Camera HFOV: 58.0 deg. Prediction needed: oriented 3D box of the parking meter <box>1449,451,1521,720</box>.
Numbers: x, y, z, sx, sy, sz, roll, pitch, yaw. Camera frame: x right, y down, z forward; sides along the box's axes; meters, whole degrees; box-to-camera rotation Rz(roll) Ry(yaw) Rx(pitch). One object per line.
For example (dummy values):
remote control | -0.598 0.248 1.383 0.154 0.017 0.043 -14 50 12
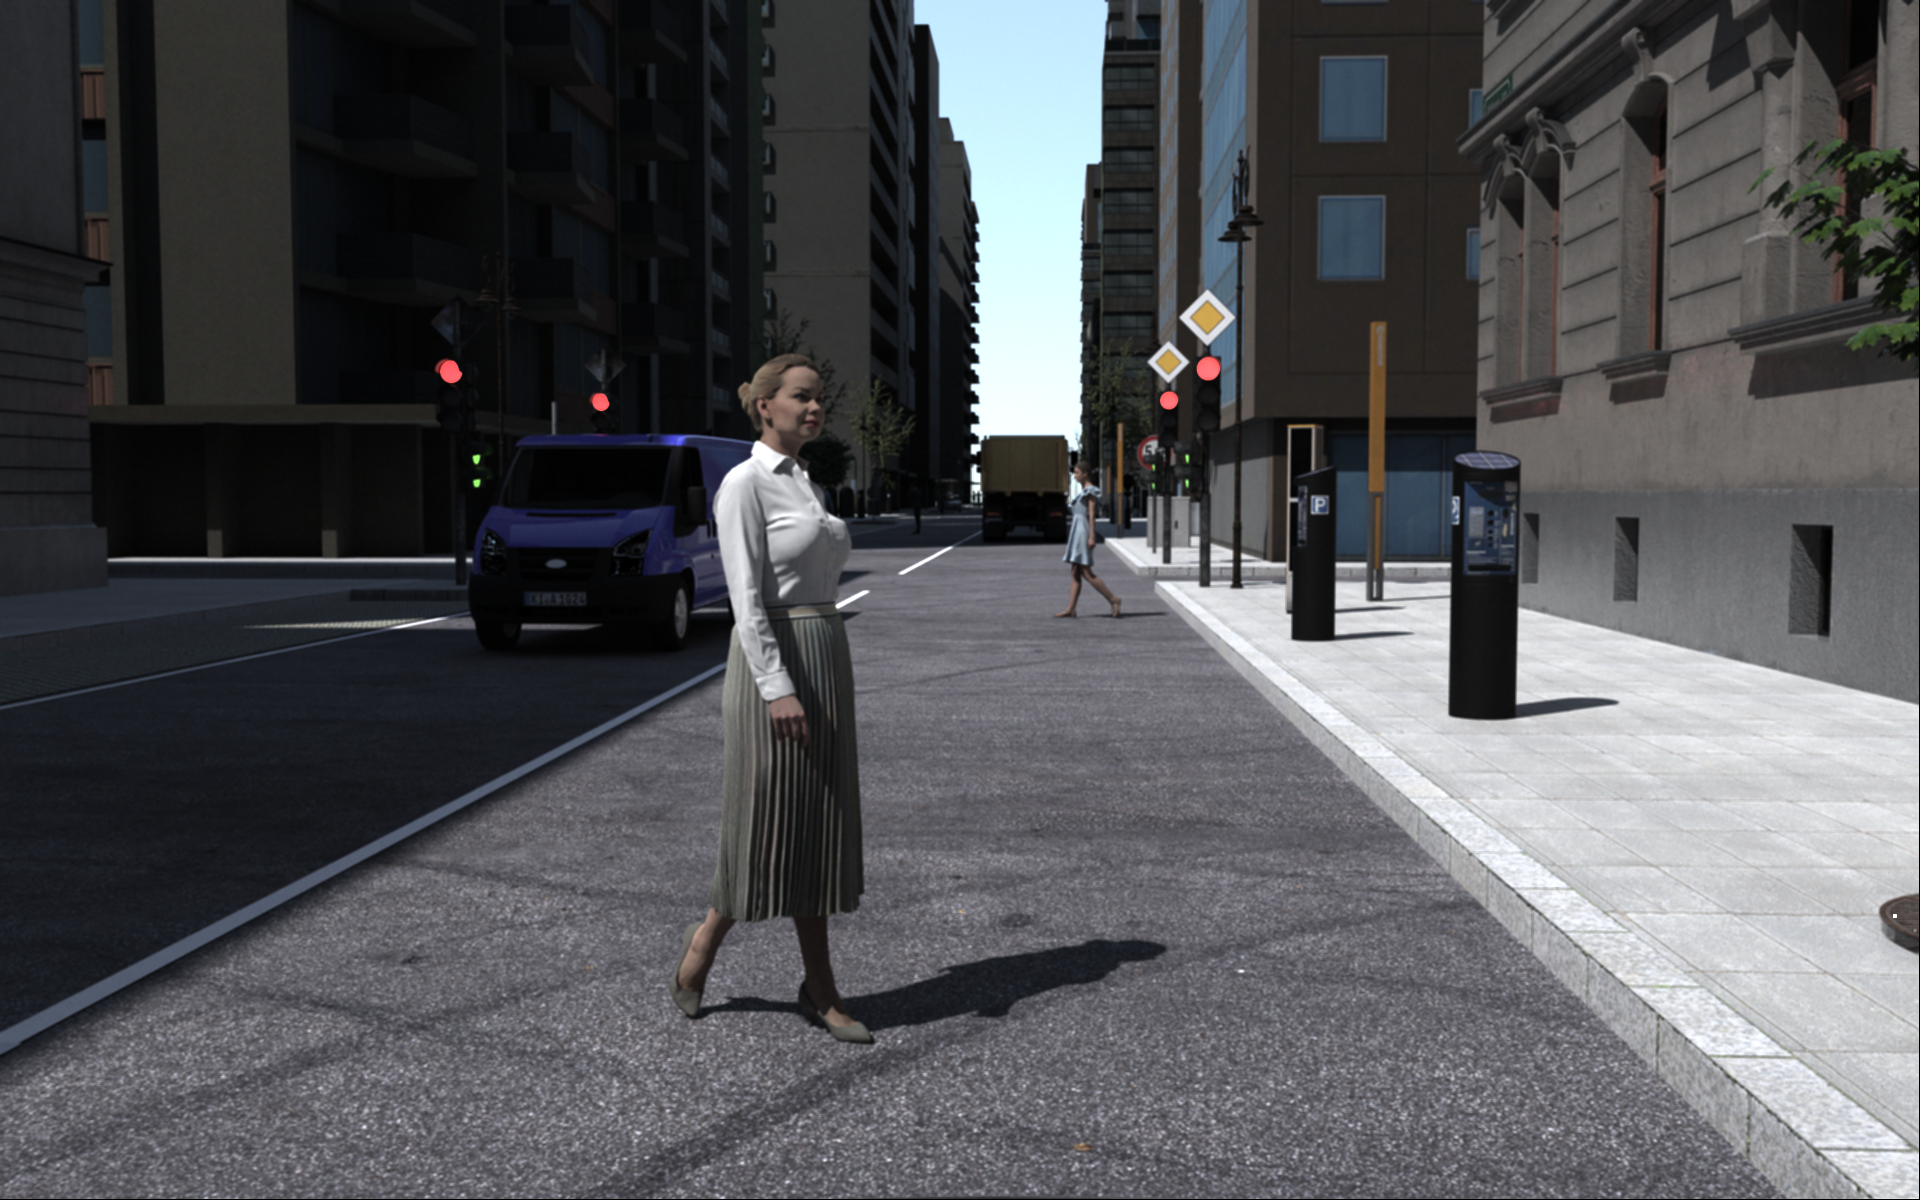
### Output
parking meter | 3.018 -0.095 9.965 0.372 1.533 0.369 0 3 0

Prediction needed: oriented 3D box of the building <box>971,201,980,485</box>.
building | -8.426 -36.551 252.225 22.147 44.769 28.867 0 4 3

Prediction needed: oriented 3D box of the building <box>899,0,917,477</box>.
building | -17.964 -33.885 143.266 28.713 52.752 27.495 0 4 3

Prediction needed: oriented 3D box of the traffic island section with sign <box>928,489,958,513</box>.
traffic island section with sign | -1.382 -7.441 130.295 1.989 1.847 2.006 0 4 3

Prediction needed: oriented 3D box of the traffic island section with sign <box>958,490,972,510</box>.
traffic island section with sign | 0.086 -9.124 157.798 1.989 1.847 2.006 0 4 3

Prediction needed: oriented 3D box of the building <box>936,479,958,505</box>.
building | -16.620 -31.346 204.392 32.217 40.220 23.993 0 4 3

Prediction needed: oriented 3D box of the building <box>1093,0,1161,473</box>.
building | 22.601 -31.554 135.512 23.786 49.044 30.456 0 4 3

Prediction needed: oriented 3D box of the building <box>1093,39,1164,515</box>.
building | 16.223 -20.918 113.713 14.160 30.474 14.107 0 4 3

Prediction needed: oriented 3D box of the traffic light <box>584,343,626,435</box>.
traffic light | -6.604 -2.655 32.332 0.839 4.253 0.868 0 4 3

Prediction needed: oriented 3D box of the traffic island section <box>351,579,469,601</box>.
traffic island section | -7.073 -0.135 24.496 2.009 0.180 2.903 0 4 3

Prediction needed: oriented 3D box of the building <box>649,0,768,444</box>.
building | -16.913 -24.160 78.617 14.154 41.232 14.086 0 4 3

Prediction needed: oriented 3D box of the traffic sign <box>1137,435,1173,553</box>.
traffic sign | 4.212 -2.283 37.436 0.768 2.556 0.104 1 4 11

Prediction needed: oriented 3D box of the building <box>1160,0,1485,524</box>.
building | 17.659 -26.841 88.966 14.600 45.320 14.200 0 4 3

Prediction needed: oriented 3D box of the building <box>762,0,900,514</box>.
building | -15.733 -30.277 118.734 21.300 48.544 21.600 0 4 3

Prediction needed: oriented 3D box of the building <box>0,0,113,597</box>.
building | -21.112 -9.455 19.217 19.286 19.102 10.561 0 4 3

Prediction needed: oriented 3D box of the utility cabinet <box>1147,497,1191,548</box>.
utility cabinet | 5.011 -1.859 41.563 1.020 1.237 0.306 1 4 13

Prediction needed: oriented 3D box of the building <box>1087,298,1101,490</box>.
building | 26.393 -19.681 166.818 27.650 21.520 28.899 0 4 3

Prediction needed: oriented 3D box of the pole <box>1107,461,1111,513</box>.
pole | 9.180 -6.885 106.413 0.158 3.312 0.155 0 3 0

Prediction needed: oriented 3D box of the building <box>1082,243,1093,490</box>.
building | 21.112 -26.214 200.292 14.160 30.474 14.107 0 4 3

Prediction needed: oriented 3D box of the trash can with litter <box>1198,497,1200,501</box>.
trash can with litter | 10.998 -3.981 76.155 2.233 1.210 1.678 2 4 34

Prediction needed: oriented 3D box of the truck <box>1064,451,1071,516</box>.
truck | 6.202 -7.923 118.460 2.839 4.237 11.283 0 4 3

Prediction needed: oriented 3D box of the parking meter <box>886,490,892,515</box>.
parking meter | -4.440 -6.088 107.942 0.372 1.533 0.369 0 3 0

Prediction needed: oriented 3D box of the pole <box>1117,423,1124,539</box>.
pole | 4.614 -3.425 49.846 0.158 3.312 0.155 0 3 0

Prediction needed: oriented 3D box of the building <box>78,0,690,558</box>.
building | -19.955 -23.995 46.937 22.147 44.769 28.867 0 4 3

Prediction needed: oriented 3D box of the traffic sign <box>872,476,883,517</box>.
traffic sign | -4.692 -5.890 98.437 0.606 2.300 0.079 0 4 8

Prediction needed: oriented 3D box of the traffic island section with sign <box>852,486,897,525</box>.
traffic island section with sign | -4.019 -4.455 81.473 1.989 1.847 2.006 0 4 3

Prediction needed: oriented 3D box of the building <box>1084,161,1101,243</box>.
building | 23.420 -35.392 228.777 14.600 45.320 14.200 0 4 3

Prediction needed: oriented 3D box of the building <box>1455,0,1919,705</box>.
building | 12.066 -13.611 9.924 14.401 28.519 23.554 0 4 3

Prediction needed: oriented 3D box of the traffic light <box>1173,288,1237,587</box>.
traffic light | 3.364 -2.134 23.818 0.839 4.253 0.868 0 4 3

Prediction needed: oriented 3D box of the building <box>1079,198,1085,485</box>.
building | 28.452 -36.443 250.474 22.147 44.769 28.867 0 4 3

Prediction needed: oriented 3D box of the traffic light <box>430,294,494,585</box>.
traffic light | -7.033 -2.167 24.359 0.839 4.253 0.868 0 4 3

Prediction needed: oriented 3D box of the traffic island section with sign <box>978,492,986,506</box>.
traffic island section with sign | 3.140 -12.601 214.647 1.989 1.847 2.006 0 4 3

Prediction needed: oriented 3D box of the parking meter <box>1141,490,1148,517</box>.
parking meter | 10.271 -5.371 96.232 0.372 1.533 0.369 0 3 0

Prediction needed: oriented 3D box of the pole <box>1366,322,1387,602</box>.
pole | 4.965 -1.639 20.645 0.158 3.312 0.155 0 3 0

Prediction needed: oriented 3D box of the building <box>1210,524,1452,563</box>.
building | 12.885 -23.677 37.233 14.200 45.320 14.600 0 4 3

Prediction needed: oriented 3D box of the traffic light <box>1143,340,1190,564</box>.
traffic light | 3.793 -2.622 31.791 0.839 4.253 0.868 0 4 3

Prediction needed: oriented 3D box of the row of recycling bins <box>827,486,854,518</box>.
row of recycling bins | -7.499 -5.293 93.660 3.534 1.692 1.069 -1 4 -8

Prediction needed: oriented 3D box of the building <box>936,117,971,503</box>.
building | -9.661 -36.896 226.953 21.300 48.544 21.600 0 4 3

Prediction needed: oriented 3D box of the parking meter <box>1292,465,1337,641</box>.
parking meter | 3.109 -0.416 15.207 0.372 1.533 0.369 0 3 0

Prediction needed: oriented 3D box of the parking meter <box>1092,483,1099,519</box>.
parking meter | 7.009 -5.120 89.421 0.399 1.863 0.255 0 4 -4

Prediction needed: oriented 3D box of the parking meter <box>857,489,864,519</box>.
parking meter | -5.188 -5.021 90.509 0.372 1.533 0.369 0 3 0

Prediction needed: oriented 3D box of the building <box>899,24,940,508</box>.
building | -9.301 -31.422 163.867 14.600 45.320 14.200 0 4 3

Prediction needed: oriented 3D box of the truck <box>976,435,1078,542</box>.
truck | 2.104 -3.632 55.310 3.469 3.379 9.791 0 4 3
